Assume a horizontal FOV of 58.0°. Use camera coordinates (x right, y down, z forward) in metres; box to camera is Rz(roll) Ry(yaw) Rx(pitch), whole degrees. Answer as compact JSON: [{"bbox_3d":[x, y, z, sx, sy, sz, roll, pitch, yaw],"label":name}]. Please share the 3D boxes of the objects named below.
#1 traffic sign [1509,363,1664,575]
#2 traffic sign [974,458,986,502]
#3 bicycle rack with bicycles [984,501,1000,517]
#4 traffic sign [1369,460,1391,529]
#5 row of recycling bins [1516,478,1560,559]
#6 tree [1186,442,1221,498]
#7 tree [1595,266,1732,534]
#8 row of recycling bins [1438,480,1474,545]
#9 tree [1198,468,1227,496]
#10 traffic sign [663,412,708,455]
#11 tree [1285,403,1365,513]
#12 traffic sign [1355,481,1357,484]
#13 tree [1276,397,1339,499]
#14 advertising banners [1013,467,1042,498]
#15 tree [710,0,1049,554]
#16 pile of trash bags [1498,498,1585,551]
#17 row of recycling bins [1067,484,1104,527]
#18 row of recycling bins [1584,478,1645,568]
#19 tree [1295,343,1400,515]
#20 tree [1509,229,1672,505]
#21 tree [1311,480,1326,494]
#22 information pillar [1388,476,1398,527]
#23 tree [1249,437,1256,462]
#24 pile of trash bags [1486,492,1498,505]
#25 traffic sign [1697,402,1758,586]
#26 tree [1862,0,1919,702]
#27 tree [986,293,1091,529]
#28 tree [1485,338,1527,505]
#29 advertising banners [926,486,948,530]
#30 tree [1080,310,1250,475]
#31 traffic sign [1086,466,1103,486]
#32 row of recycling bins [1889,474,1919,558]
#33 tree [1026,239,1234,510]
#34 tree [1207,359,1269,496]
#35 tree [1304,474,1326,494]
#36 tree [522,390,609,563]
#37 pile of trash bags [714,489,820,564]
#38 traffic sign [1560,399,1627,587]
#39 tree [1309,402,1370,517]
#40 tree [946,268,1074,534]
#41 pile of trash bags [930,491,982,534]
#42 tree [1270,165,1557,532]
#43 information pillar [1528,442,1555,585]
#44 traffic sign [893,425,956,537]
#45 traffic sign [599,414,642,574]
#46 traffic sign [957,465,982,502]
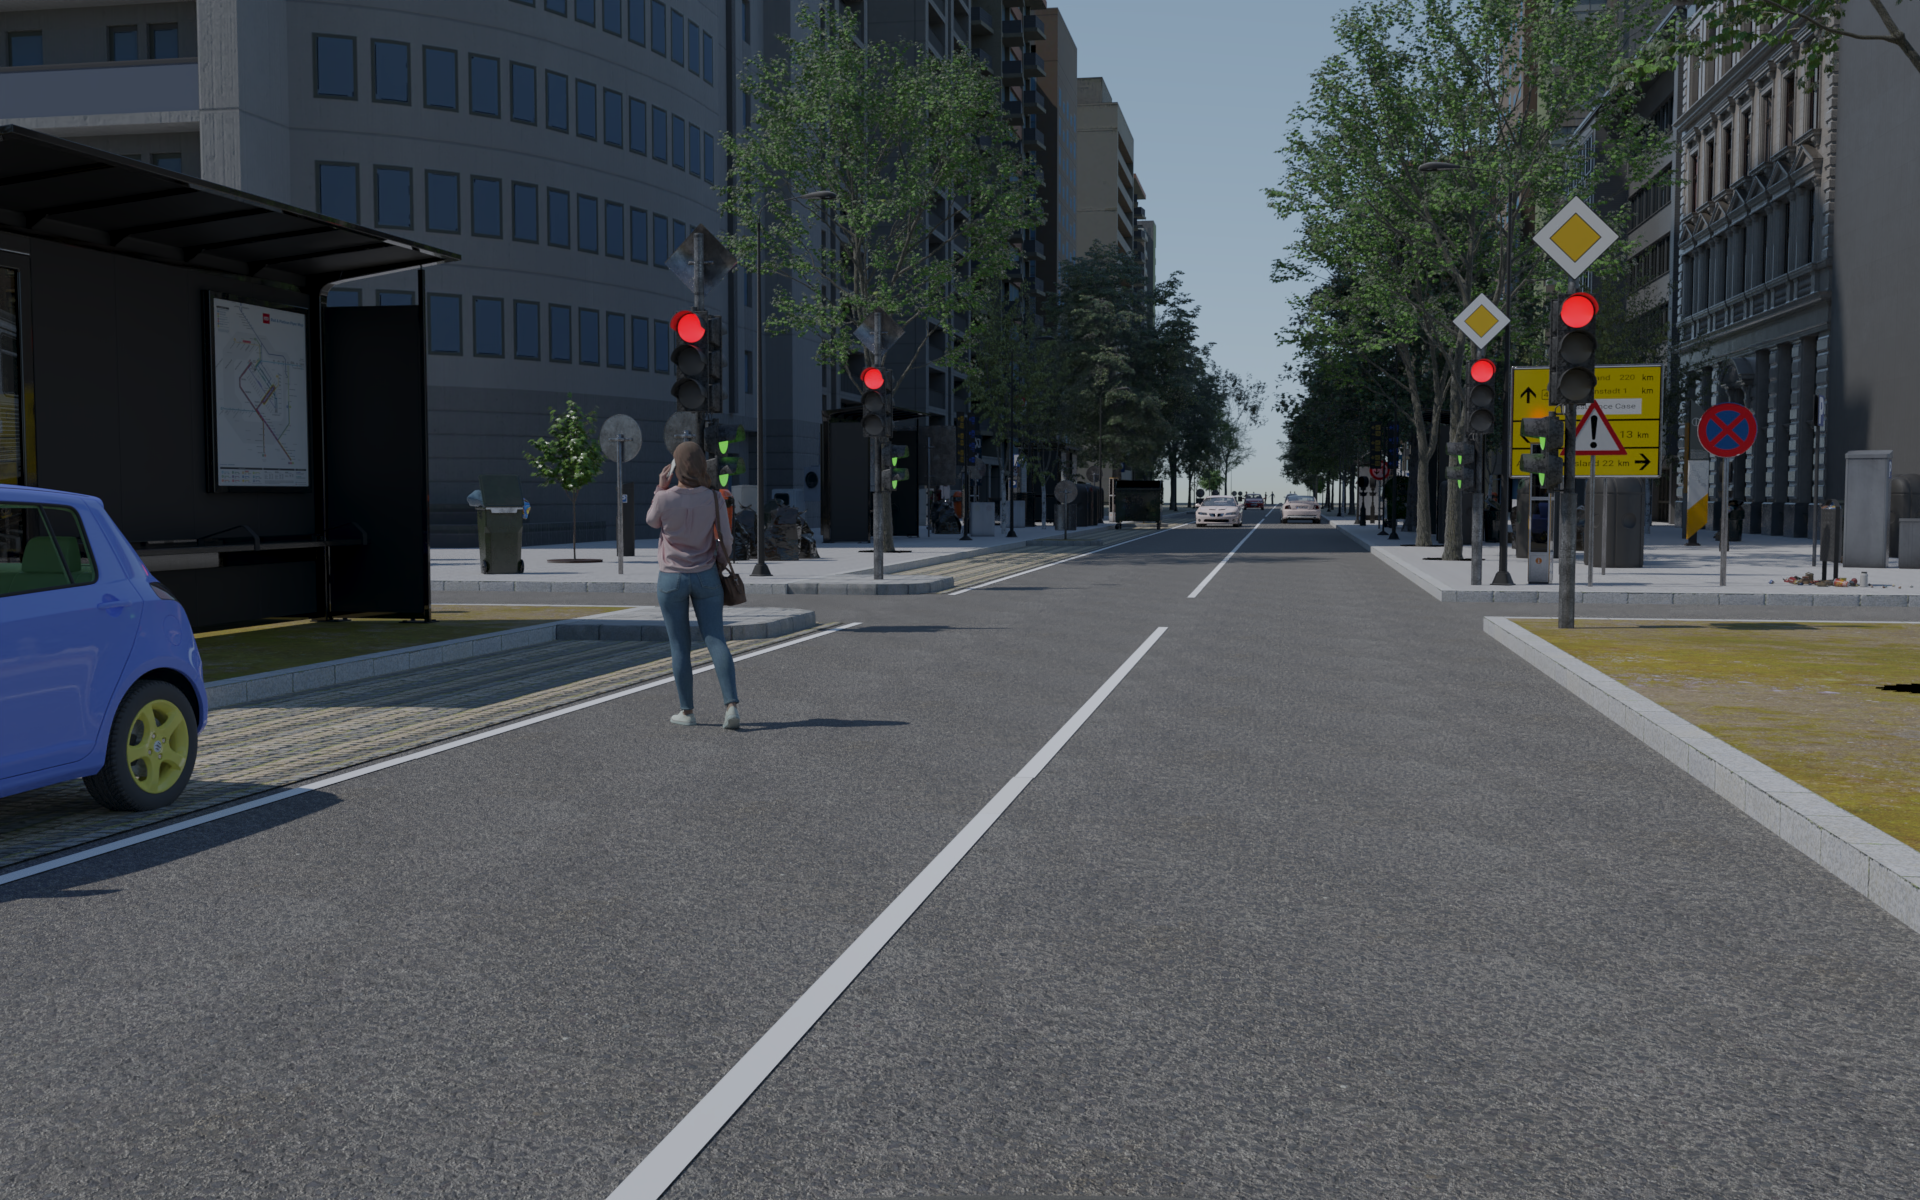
[{"bbox_3d":[9.880,-2.051,27.413,2.265,3.308,0.079,1,4,18],"label":"traffic sign"},{"bbox_3d":[0.542,-3.713,60.816,0.768,2.556,0.104,1,4,18],"label":"traffic sign"},{"bbox_3d":[2.117,-4.796,91.789,2.852,0.926,2.925,-1,4,-20],"label":"bicycle rack with bicycles"},{"bbox_3d":[15.554,-3.919,64.190,0.768,2.556,0.104,1,4,18],"label":"traffic sign"},{"bbox_3d":[12.073,-1.760,35.893,1.069,1.692,3.534,1,4,19],"label":"row of recycling bins"},{"bbox_3d":[23.960,-13.685,174.115,4.360,8.622,3.978,0,3,0],"label":"tree"},{"bbox_3d":[22.263,-6.437,55.603,4.360,8.622,3.978,0,3,0],"label":"tree"},{"bbox_3d":[12.990,-2.333,45.262,1.069,1.692,3.534,1,4,13],"label":"row of recycling bins"},{"bbox_3d":[28.164,-12.846,193.740,4.285,4.588,4.351,0,3,0],"label":"tree"},{"bbox_3d":[-4.108,-1.587,26.047,0.768,2.556,0.104,1,4,13],"label":"traffic sign"},{"bbox_3d":[29.838,-12.528,139.243,8.767,10.594,7.601,2,4,33],"label":"tree"},{"bbox_3d":[21.426,-5.626,91.992,0.884,2.594,0.081,1,4,17],"label":"traffic sign"},{"bbox_3d":[44.317,-18.955,216.575,9.857,13.997,8.962,0,3,0],"label":"tree"},{"bbox_3d":[3.810,-6.257,98.483,2.074,3.025,0.090,-2,4,-25],"label":"advertising banners"},{"bbox_3d":[-1.796,-6.844,37.651,9.928,11.665,9.643,0,3,0],"label":"tree"},{"bbox_3d":[13.788,-1.868,40.298,1.912,1.369,3.447,1,4,10],"label":"pile of trash bags"},{"bbox_3d":[4.842,-3.803,69.285,1.069,1.692,3.534,1,4,13],"label":"row of recycling bins"},{"bbox_3d":[11.900,-1.494,31.538,1.069,1.692,3.534,1,4,20],"label":"row of recycling bins"},{"bbox_3d":[24.682,-11.541,106.819,7.486,12.596,7.792,0,3,0],"label":"tree"},{"bbox_3d":[17.730,-6.014,48.687,4.737,8.622,4.395,0,3,0],"label":"tree"},{"bbox_3d":[50.993,-15.535,248.600,1.663,3.219,1.824,0,3,0],"label":"tree"},{"bbox_3d":[17.100,-3.911,68.434,0.304,2.012,0.304,3,5,43],"label":"information pillar"},{"bbox_3d":[33.327,-19.237,224.893,12.009,13.543,11.850,0,3,0],"label":"tree"},{"bbox_3d":[29.486,-4.984,91.240,3.447,1.369,1.912,1,4,9],"label":"pile of trash bags"},{"bbox_3d":[10.653,-1.468,24.108,0.768,2.556,0.104,1,4,20],"label":"traffic sign"},{"bbox_3d":[6.570,-5.183,10.492,9.928,11.665,9.643,0,3,0],"label":"tree"},{"bbox_3d":[3.021,-6.882,62.885,4.360,8.622,3.978,0,3,0],"label":"tree"},{"bbox_3d":[20.649,-7.161,67.450,4.360,8.622,3.978,0,3,0],"label":"tree"},{"bbox_3d":[-0.786,-4.046,62.342,0.090,3.025,2.074,1,4,21],"label":"advertising banners"},{"bbox_3d":[12.337,-12.468,114.218,12.009,13.543,11.850,0,3,0],"label":"tree"},{"bbox_3d":[6.000,-4.727,77.397,0.768,2.556,0.104,1,4,17],"label":"traffic sign"},{"bbox_3d":[19.628,-1.777,36.170,1.069,1.692,3.534,1,4,23],"label":"row of recycling bins"},{"bbox_3d":[7.835,-10.964,85.911,9.857,13.997,8.962,0,3,0],"label":"tree"},{"bbox_3d":[37.191,-23.618,242.039,12.611,20.169,13.585,0,3,0],"label":"tree"},{"bbox_3d":[49.486,-15.755,241.300,4.285,4.588,4.351,0,3,0],"label":"tree"},{"bbox_3d":[-7.376,-2.315,32.448,1.663,3.219,1.824,0,3,0],"label":"tree"},{"bbox_3d":[-4.024,-1.442,33.325,1.912,1.369,3.447,1,4,15],"label":"pile of trash bags"},{"bbox_3d":[8.716,-1.460,23.880,0.884,2.594,0.081,1,4,11],"label":"traffic sign"},{"bbox_3d":[21.344,-8.858,95.189,4.360,8.622,3.978,0,3,0],"label":"tree"},{"bbox_3d":[1.464,-6.434,55.561,4.737,8.622,4.395,0,3,0],"label":"tree"},{"bbox_3d":[-0.024,-2.888,56.967,1.912,1.369,3.447,0,4,-2],"label":"pile of trash bags"},{"bbox_3d":[15.489,-8.668,58.725,9.611,12.733,9.660,0,3,0],"label":"tree"},{"bbox_3d":[8.273,-1.232,24.637,0.304,2.012,0.304,2,4,29],"label":"information pillar"},{"bbox_3d":[-1.246,-3.531,51.597,2.265,3.308,0.079,1,4,11],"label":"traffic sign"},{"bbox_3d":[-5.431,-1.685,27.656,0.768,2.556,0.104,1,4,18],"label":"traffic sign"},{"bbox_3d":[0.319,-3.666,59.941,0.884,2.594,0.081,1,4,13],"label":"traffic sign"}]
